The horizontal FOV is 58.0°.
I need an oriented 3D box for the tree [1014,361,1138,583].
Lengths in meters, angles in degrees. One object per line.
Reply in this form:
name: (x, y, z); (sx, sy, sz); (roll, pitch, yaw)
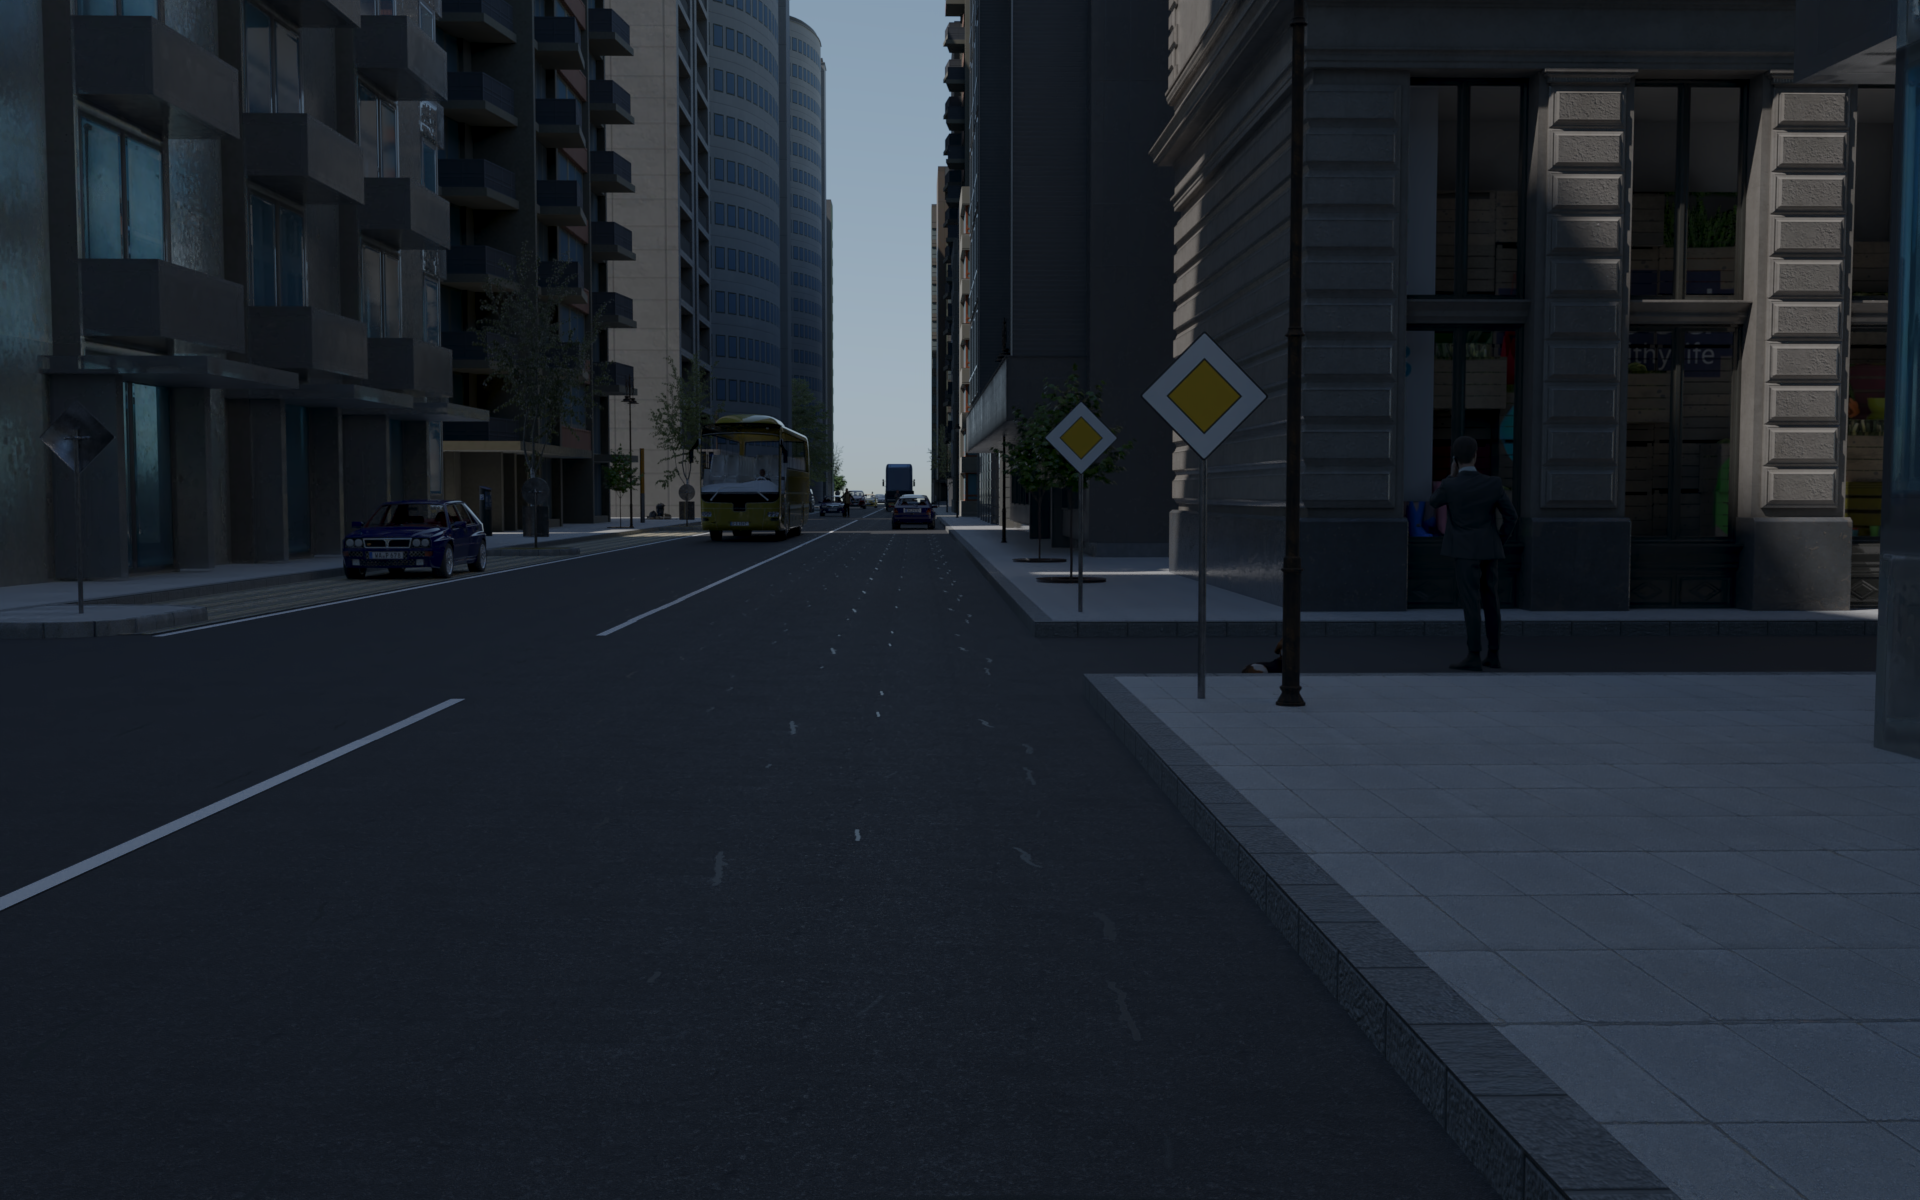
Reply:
tree: (1.763, -1.876, 25.267); (1.663, 3.219, 1.824); (0, 3, 0)

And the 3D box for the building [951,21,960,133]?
building: (6.191, -31.344, 162.581); (14.600, 45.320, 14.200); (0, 4, -1)

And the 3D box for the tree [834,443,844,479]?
tree: (-18.164, -18.018, 244.962); (4.360, 8.622, 3.978); (0, 3, 0)

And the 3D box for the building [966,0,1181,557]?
building: (7.713, -14.086, 49.379); (14.314, 24.678, 30.058); (0, 4, -1)

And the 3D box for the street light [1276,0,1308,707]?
street light: (2.010, -2.297, 10.350); (0.468, 5.910, 1.993); (0, 4, -1)

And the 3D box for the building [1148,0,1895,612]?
building: (12.785, -11.883, 23.163); (19.941, 23.489, 11.050); (0, 4, -1)

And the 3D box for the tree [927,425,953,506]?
tree: (-1.347, -14.085, 180.655); (4.360, 8.622, 3.978); (0, 3, 0)

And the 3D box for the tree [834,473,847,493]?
tree: (-17.896, -16.347, 250.985); (4.285, 4.588, 4.351); (0, 3, 0)

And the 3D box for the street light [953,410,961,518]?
street light: (-0.149, -7.385, 93.534); (0.468, 5.910, 1.993); (0, 4, -1)

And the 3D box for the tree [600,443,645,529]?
tree: (-12.612, -4.302, 64.939); (1.663, 3.219, 1.824); (0, 3, 0)

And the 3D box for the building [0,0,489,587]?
building: (-22.980, -25.201, 31.653); (23.786, 49.044, 30.456); (0, 4, -1)

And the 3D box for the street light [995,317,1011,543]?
street light: (1.160, -4.443, 45.436); (0.468, 5.910, 1.993); (0, 4, -1)

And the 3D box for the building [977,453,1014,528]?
building: (6.680, -18.446, 79.083); (11.434, 29.767, 29.804); (0, 4, -1)

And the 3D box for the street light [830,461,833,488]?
street light: (-16.834, -15.572, 227.387); (0.468, 5.910, 1.993); (0, 4, -1)

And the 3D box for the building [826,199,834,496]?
building: (-24.396, -33.627, 233.399); (14.154, 41.232, 14.086); (0, 4, -1)

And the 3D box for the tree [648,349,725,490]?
tree: (-13.999, -8.450, 88.527); (4.737, 8.622, 4.395); (0, 3, 0)

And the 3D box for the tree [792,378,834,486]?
tree: (-16.250, -15.399, 169.904); (7.486, 12.596, 7.792); (0, 3, 0)

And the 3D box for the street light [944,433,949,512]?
street light: (-0.907, -9.095, 121.487); (0.468, 5.910, 1.993); (0, 4, -1)

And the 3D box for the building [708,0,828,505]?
building: (-27.509, -40.958, 211.660); (21.231, 58.520, 28.212); (0, 4, -1)

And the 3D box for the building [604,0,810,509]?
building: (-26.865, -45.755, 186.342); (20.563, 71.187, 20.611); (0, 4, -1)

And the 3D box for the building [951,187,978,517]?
building: (13.558, -16.352, 112.391); (27.650, 21.520, 28.899); (0, 4, -1)

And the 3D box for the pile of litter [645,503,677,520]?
pile of litter: (-15.020, -4.478, 87.181); (1.719, 0.858, 1.176); (0, 4, -3)

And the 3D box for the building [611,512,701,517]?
building: (-23.541, -40.646, 102.812); (20.563, 71.187, 20.611); (0, 4, -1)

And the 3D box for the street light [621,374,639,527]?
street light: (-12.746, -5.763, 67.006); (0.468, 5.910, 1.993); (0, 4, -1)

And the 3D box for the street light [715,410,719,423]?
street light: (-13.395, -7.507, 95.529); (0.468, 5.910, 1.993); (0, 4, -1)

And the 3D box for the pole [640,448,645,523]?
pole: (-14.143, -5.091, 77.088); (0.158, 3.312, 0.155); (0, 3, 0)

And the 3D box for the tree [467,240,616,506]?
tree: (-12.482, -6.177, 51.356); (4.360, 8.622, 3.978); (0, 3, 0)

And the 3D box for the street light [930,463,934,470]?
street light: (-2.990, -14.120, 203.647); (0.468, 5.910, 1.993); (0, 4, -1)

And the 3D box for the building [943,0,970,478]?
building: (9.794, -29.741, 140.885); (22.147, 44.769, 28.867); (0, 4, -1)

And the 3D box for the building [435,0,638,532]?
building: (-25.378, -25.364, 69.326); (22.147, 44.769, 28.867); (0, 4, -1)

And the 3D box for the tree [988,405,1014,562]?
tree: (1.567, -2.326, 32.625); (1.663, 3.219, 1.824); (0, 3, 0)

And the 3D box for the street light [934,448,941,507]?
street light: (-2.080, -12.060, 169.967); (0.468, 5.910, 1.993); (0, 4, -1)
